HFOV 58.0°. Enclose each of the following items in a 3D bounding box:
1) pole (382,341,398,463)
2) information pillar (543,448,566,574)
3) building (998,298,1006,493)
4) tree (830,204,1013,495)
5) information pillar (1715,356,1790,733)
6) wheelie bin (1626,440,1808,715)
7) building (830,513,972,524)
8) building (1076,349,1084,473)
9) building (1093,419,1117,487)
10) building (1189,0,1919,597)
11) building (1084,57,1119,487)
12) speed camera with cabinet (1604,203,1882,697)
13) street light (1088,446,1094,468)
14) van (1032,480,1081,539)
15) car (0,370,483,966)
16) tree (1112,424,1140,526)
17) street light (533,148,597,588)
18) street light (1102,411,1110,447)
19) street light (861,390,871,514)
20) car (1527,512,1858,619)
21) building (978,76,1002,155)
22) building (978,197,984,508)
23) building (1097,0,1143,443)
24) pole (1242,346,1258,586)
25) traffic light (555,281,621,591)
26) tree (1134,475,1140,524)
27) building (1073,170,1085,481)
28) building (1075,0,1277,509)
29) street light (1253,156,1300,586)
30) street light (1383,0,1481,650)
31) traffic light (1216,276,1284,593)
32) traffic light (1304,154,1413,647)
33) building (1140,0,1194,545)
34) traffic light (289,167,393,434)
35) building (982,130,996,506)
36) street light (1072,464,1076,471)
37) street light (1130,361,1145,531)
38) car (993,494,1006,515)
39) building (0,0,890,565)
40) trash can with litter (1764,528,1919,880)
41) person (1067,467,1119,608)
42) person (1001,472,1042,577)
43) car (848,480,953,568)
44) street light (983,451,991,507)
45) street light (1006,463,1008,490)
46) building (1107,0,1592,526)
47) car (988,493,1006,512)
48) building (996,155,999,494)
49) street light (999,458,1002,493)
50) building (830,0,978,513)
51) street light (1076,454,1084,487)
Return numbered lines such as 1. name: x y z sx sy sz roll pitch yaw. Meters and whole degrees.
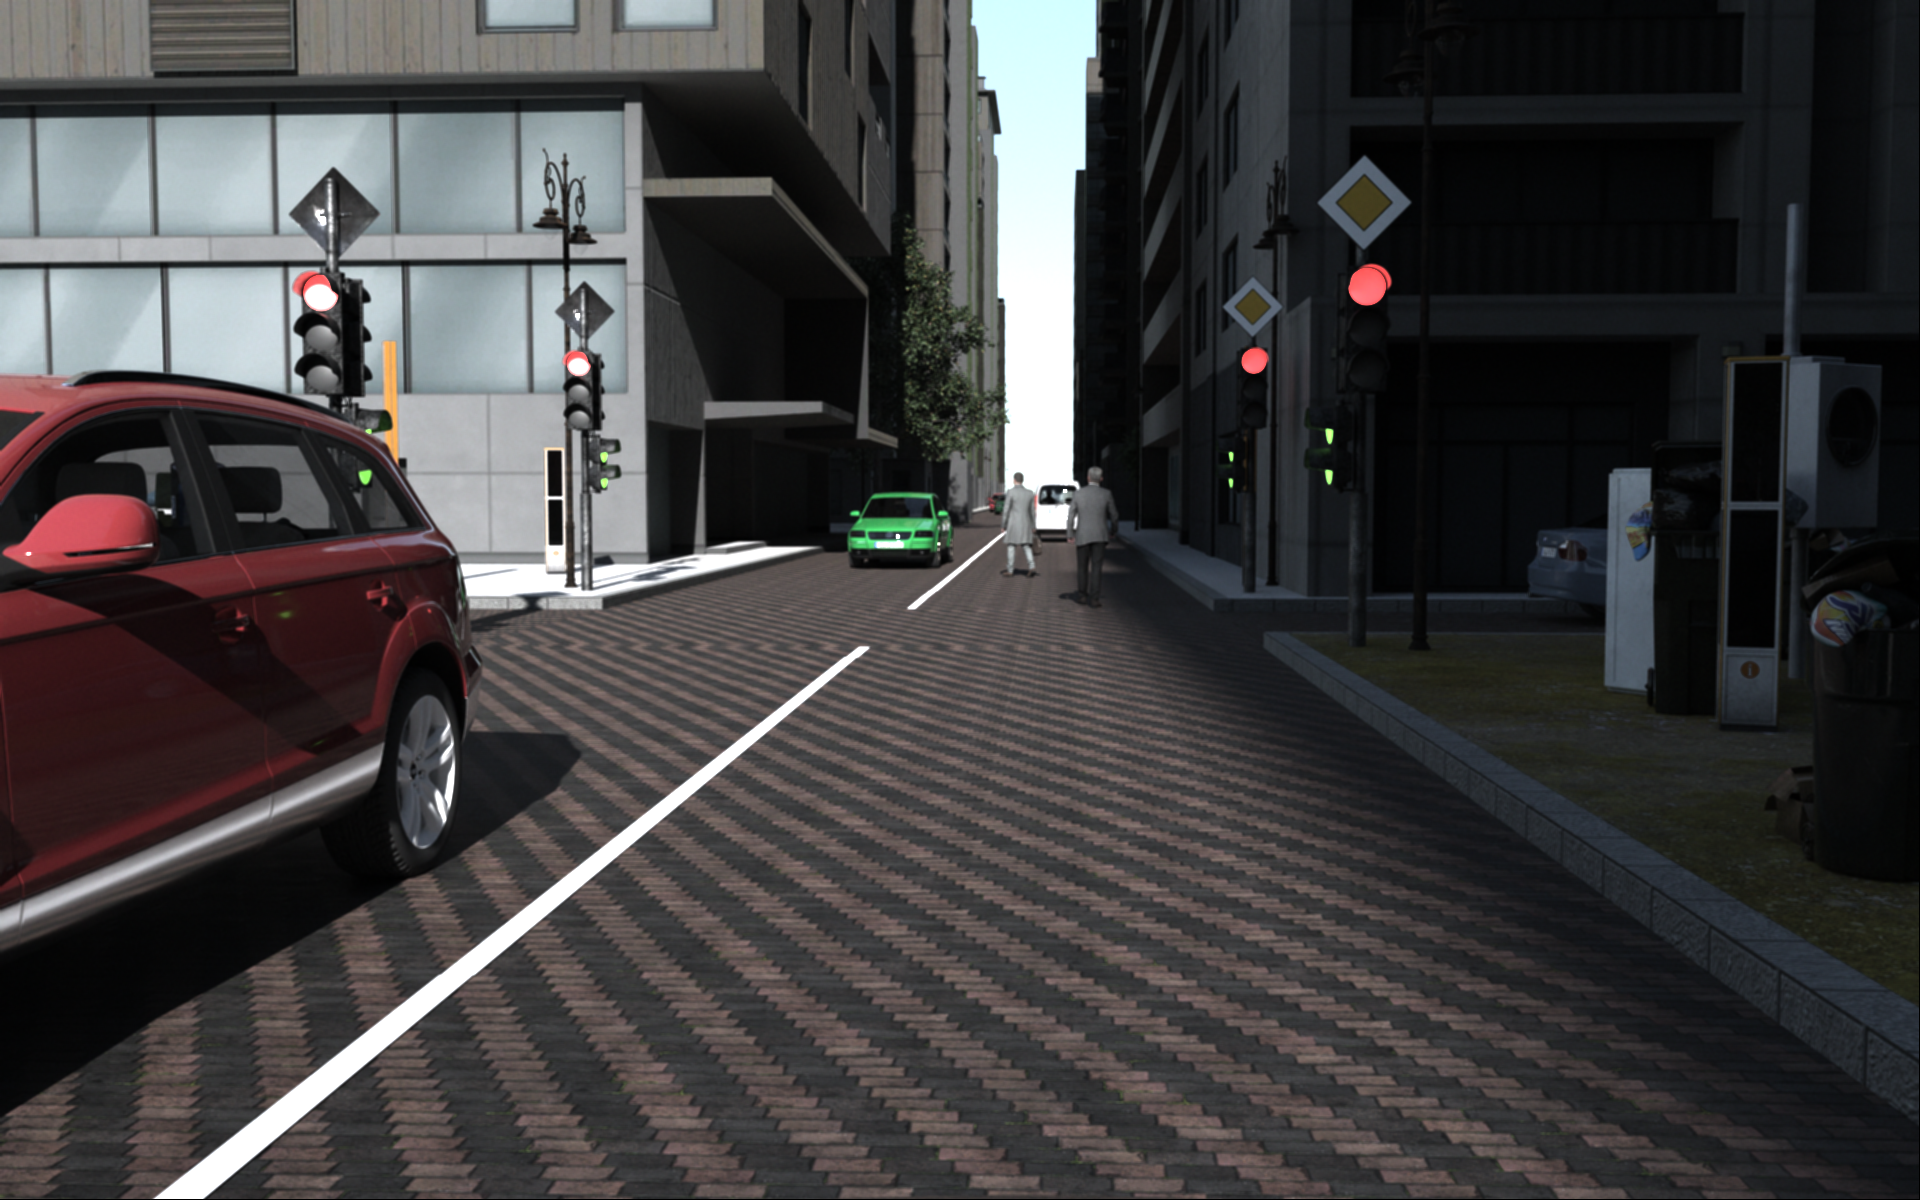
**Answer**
1. pole: -7.620 -1.797 23.216 0.158 3.312 0.155 0 3 0
2. information pillar: -6.513 -1.427 27.820 0.304 2.012 0.304 -1 4 -19
3. building: -0.762 -28.994 245.752 14.160 30.474 14.107 0 4 3
4. tree: -3.180 -9.211 67.607 9.611 12.733 9.660 0 3 0
5. information pillar: 4.302 -0.301 9.413 0.304 2.012 0.304 1 4 20
6. wheelie bin: 4.420 -0.137 10.153 0.980 1.594 0.693 1 4 22
7. building: -6.749 -24.308 81.031 14.154 41.232 14.086 0 4 3
8. building: 28.791 -22.958 220.394 27.650 21.520 28.899 0 4 3
9. building: 22.579 -50.692 141.478 22.319 86.520 31.000 0 4 3
10. building: 15.156 -36.133 29.023 20.611 71.187 20.563 0 4 3
11. building: 18.925 -29.480 165.588 14.154 41.232 14.086 0 4 3
12. speed camera with cabinet: 5.197 -1.045 11.416 2.038 3.252 0.660 -2 4 -29
13. street light: 10.260 -9.970 135.789 0.468 5.910 1.993 0 4 3
14. van: 3.016 -2.808 52.922 2.013 2.044 4.112 0 4 3
15. car: -3.105 0.219 5.093 2.281 1.827 5.304 0 4 4
16. tree: 7.721 -5.216 69.003 4.285 4.588 4.351 0 3 0
17. street light: -5.355 -3.111 23.655 0.468 5.910 1.993 0 4 3
18. street light: 8.387 -7.745 99.418 0.468 5.910 1.993 0 4 3
19. street light: -3.363 -5.329 59.916 0.468 5.910 1.993 0 4 3
20. car: 8.670 -0.439 19.182 4.499 1.417 2.014 0 4 3
21. building: -9.333 -38.830 224.101 28.713 52.752 27.495 0 4 3
22. building: -5.046 -23.879 162.122 14.160 30.474 14.107 0 4 3
23. building: 20.225 -28.014 112.648 22.147 44.769 28.867 0 4 3
24. pole: 4.009 -1.841 23.942 0.158 3.312 0.155 0 3 0
25. traffic light: -4.944 -2.079 22.918 0.839 4.253 0.868 0 4 3
26. tree: 8.167 -4.816 73.348 1.663 3.219 1.824 0 3 0
27. building: 26.823 -37.998 244.972 21.300 48.544 21.600 0 4 3
28. building: 23.422 -46.249 194.420 20.563 71.187 20.611 0 4 3
29. street light: 4.382 -3.142 24.152 0.468 5.910 1.993 0 4 3
30. street light: 3.790 -2.527 14.108 0.468 5.910 1.993 0 4 3
31. traffic light: 3.756 -2.052 22.471 0.839 4.253 0.868 0 4 3
32. traffic light: 3.330 -1.564 14.497 0.839 4.253 0.868 0 4 3
33. building: 16.786 -26.206 52.176 21.300 48.544 21.600 0 4 3
34. traffic light: -5.370 -1.592 14.945 0.839 4.253 0.868 0 4 3
35. building: -3.662 -30.922 189.174 14.154 41.232 14.086 0 4 3
36. street light: 14.750 -15.135 220.239 0.468 5.910 1.993 0 4 3
37. street light: 6.171 -5.355 60.340 0.468 5.910 1.993 0 4 3
38. car: 3.403 -6.731 121.856 2.131 1.459 4.920 0 4 4
39. building: -16.098 -27.734 42.685 28.713 52.752 27.495 0 4 3
40. trash can with litter: 3.130 0.323 6.108 0.624 1.170 1.055 0 4 5
41. person: 1.694 -0.813 22.190 0.661 1.777 0.834 0 4 2
42. person: 1.022 -1.299 29.847 0.694 1.812 0.767 -2 4 -26
43. car: -1.155 -1.597 34.905 1.959 1.807 4.718 0 4 5
44. street light: 2.594 -12.238 172.872 0.468 5.910 1.993 0 4 3
45. street light: 7.009 -17.330 256.126 0.468 5.910 1.993 0 4 3
46. building: 17.655 -39.577 85.335 20.563 71.187 20.611 0 4 3
47. car: 3.304 -7.889 138.027 2.155 1.783 4.494 0 4 4
48. building: -2.735 -31.788 203.321 14.154 41.232 14.086 0 4 3
49. street light: 5.142 -15.096 219.610 0.468 5.910 1.993 0 4 3
50. building: -5.754 -28.348 147.087 14.154 41.232 14.086 0 4 3
51. street light: 12.826 -12.922 184.058 0.468 5.910 1.993 0 4 3
